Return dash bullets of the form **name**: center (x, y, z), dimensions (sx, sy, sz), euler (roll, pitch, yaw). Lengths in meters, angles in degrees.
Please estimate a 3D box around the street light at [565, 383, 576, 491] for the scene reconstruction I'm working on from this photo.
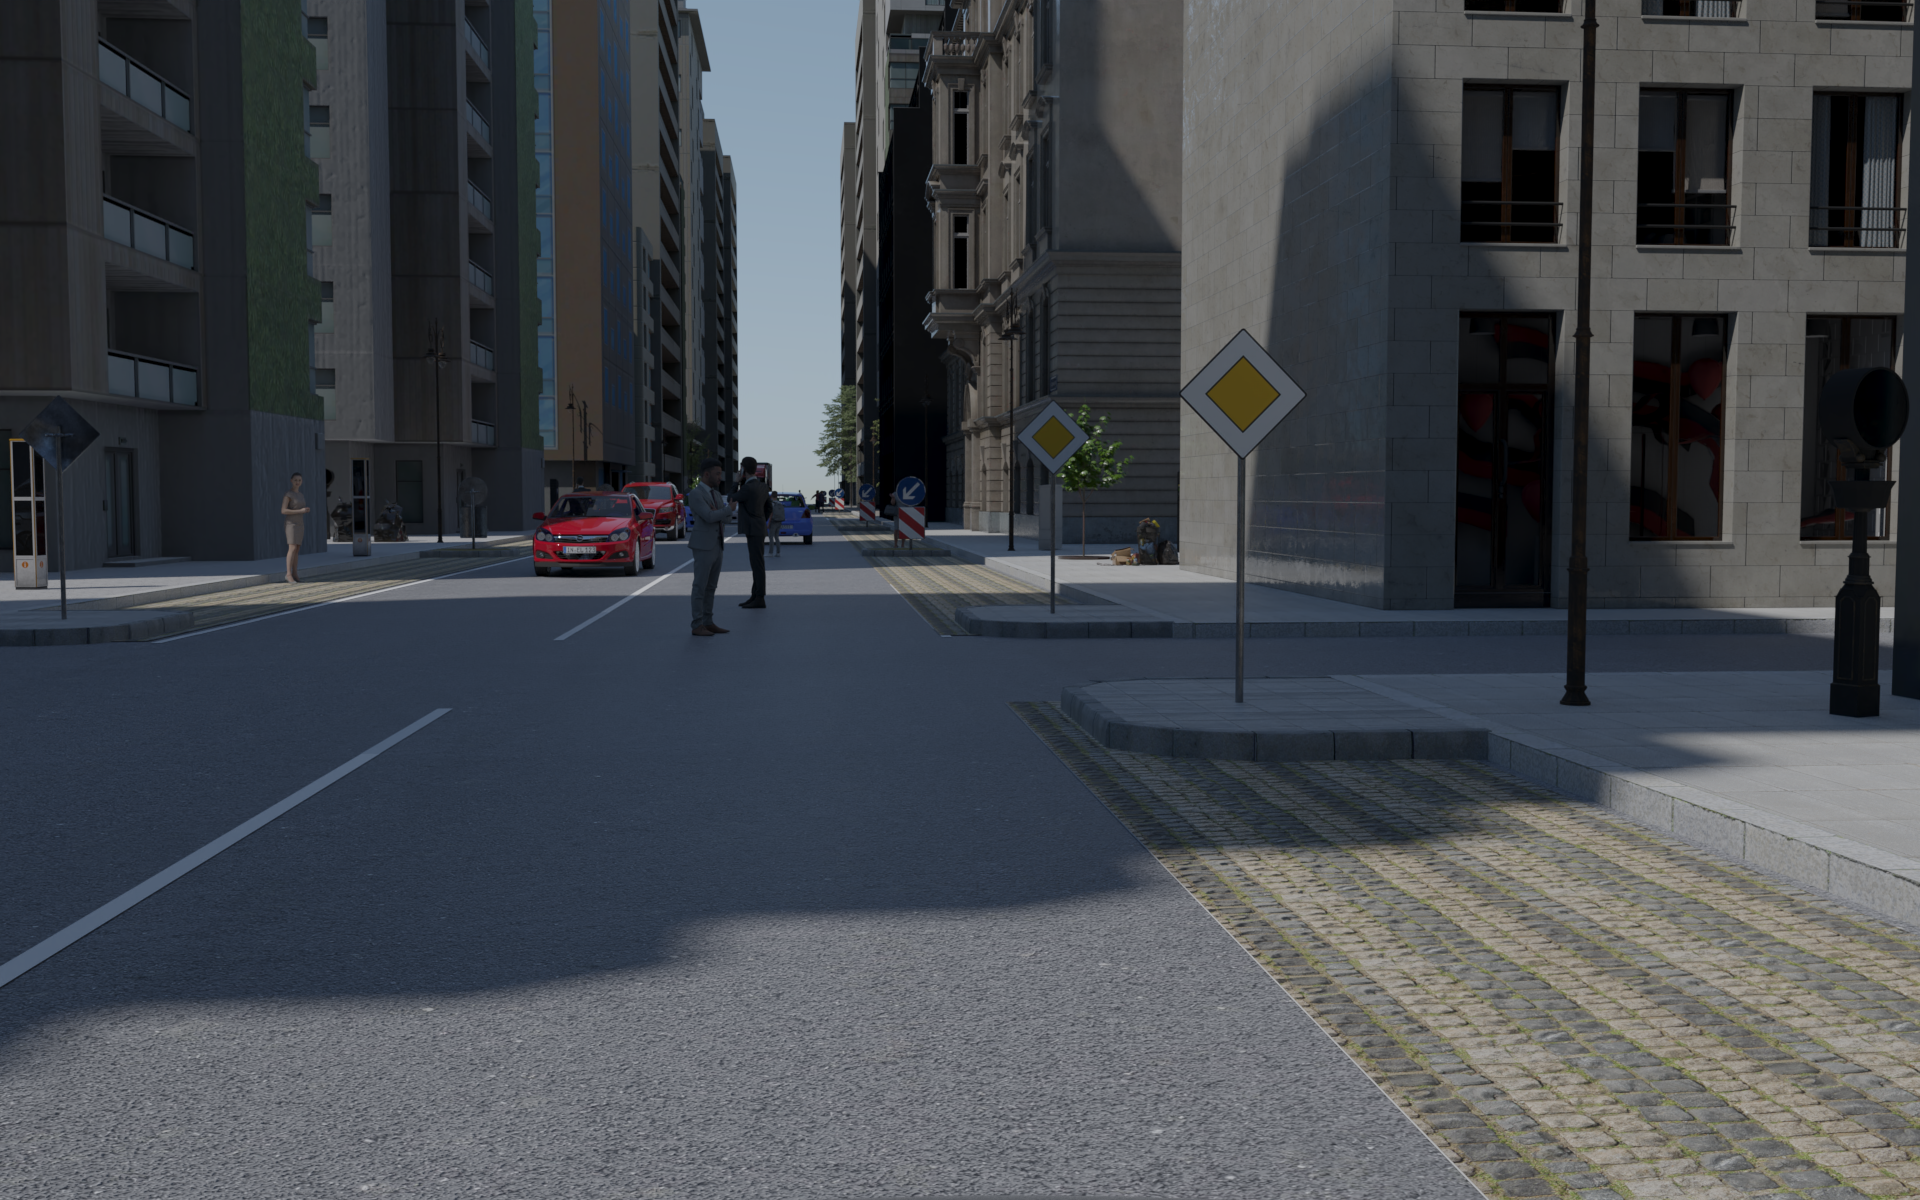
- **street light**: center (-16.202, -6.103, 72.579), dimensions (0.468, 5.910, 1.993), euler (0, 4, -5)

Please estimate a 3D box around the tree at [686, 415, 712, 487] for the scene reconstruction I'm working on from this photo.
- **tree**: center (-25.411, -12.978, 162.548), dimensions (4.737, 8.622, 4.395), euler (0, 3, 0)

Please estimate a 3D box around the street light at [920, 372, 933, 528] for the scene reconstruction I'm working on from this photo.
- **street light**: center (-1.281, -5.698, 65.949), dimensions (0.468, 5.910, 1.993), euler (0, 4, -5)

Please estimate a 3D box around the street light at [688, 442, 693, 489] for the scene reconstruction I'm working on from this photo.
- **street light**: center (-23.095, -10.766, 148.806), dimensions (0.468, 5.910, 1.993), euler (0, 4, -5)

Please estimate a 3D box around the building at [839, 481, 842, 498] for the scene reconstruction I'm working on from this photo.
- **building**: center (-0.657, -33.561, 240.602), dimensions (32.217, 40.220, 23.993), euler (0, 4, -5)

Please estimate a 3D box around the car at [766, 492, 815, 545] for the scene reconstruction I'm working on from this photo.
- **car**: center (-5.156, -2.488, 50.276), dimensions (1.945, 1.707, 3.694), euler (0, 4, -7)

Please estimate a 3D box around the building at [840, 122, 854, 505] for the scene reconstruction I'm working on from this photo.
- **building**: center (-3.999, -36.254, 216.455), dimensions (21.300, 48.544, 21.600), euler (0, 4, -5)

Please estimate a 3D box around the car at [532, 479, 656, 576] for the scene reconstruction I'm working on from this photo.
- **car**: center (-6.633, -1.382, 31.643), dimensions (2.155, 1.783, 4.494), euler (0, 4, -4)

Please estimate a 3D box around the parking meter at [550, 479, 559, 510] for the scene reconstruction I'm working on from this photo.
- **parking meter**: center (-15.623, -3.732, 66.724), dimensions (0.255, 1.863, 0.399), euler (0, 4, 2)

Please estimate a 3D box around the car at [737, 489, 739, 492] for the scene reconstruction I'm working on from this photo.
- **car**: center (-17.513, -8.116, 141.376), dimensions (2.281, 1.827, 5.304), euler (0, 4, -5)

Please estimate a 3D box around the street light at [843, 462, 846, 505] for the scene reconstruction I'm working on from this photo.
- **street light**: center (-13.206, -13.748, 197.569), dimensions (0.468, 5.910, 1.993), euler (0, 4, -5)

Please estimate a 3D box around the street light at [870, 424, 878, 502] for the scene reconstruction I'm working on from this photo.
- **street light**: center (-5.732, -8.694, 114.927), dimensions (0.468, 5.910, 1.993), euler (0, 4, -5)

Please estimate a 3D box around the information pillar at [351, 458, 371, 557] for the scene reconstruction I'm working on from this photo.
- **information pillar**: center (-12.297, -1.900, 35.563), dimensions (0.304, 2.012, 0.304), euler (0, 4, -5)

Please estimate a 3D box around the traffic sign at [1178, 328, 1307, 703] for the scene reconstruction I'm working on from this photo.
- **traffic sign**: center (1.717, -0.426, 10.601), dimensions (0.795, 2.450, 0.064), euler (0, 4, -5)

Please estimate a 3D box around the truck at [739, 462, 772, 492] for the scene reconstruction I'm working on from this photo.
- **truck**: center (-18.258, -10.144, 154.768), dimensions (2.839, 4.237, 11.283), euler (0, 4, -3)

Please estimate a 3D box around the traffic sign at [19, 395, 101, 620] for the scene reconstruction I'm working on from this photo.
- **traffic sign**: center (-9.161, -0.857, 17.654), dimensions (0.795, 2.450, 0.064), euler (0, 4, -5)

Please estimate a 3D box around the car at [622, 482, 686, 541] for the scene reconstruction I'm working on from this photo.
- **car**: center (-9.782, -2.801, 54.477), dimensions (2.281, 1.827, 5.304), euler (0, 4, -5)

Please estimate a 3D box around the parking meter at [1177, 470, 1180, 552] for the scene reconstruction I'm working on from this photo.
- **parking meter**: center (4.950, -1.982, 38.112), dimensions (0.255, 1.863, 0.399), euler (2, 4, 26)

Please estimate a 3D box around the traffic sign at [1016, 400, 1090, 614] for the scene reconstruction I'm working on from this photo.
- **traffic sign**: center (0.993, -0.912, 18.553), dimensions (0.795, 2.450, 0.064), euler (0, 4, -5)

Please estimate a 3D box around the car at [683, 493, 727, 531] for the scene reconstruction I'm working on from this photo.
- **car**: center (-9.949, -3.492, 66.690), dimensions (1.945, 1.707, 3.694), euler (0, 4, -6)

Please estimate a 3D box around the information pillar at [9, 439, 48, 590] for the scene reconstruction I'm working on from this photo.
- **information pillar**: center (-12.496, -1.147, 23.252), dimensions (0.304, 2.012, 0.304), euler (0, 3, 0)

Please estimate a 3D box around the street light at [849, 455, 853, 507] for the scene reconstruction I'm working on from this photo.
- **street light**: center (-10.638, -12.015, 169.238), dimensions (0.468, 5.910, 1.993), euler (0, 4, -5)

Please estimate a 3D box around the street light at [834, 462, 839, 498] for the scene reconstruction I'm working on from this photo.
- **street light**: center (-18.250, -17.092, 252.235), dimensions (0.468, 5.910, 1.993), euler (0, 4, -5)

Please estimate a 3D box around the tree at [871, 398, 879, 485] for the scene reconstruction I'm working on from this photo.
- **tree**: center (-3.504, -9.324, 102.815), dimensions (4.737, 8.622, 4.395), euler (0, 3, 0)

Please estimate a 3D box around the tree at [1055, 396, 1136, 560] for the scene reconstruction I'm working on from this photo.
- **tree**: center (2.355, -2.410, 34.008), dimensions (1.663, 3.219, 1.824), euler (0, 3, 0)

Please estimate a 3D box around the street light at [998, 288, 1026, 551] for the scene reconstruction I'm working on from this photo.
- **street light**: center (1.159, -4.047, 38.951), dimensions (0.468, 5.910, 1.993), euler (0, 4, -5)

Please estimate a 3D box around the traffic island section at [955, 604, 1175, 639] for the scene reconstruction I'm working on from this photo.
- **traffic island section**: center (1.016, 0.223, 18.633), dimensions (2.009, 0.180, 2.903), euler (0, 4, -5)

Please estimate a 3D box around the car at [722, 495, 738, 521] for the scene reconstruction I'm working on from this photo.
- **car**: center (-11.338, -4.418, 84.591), dimensions (2.083, 1.381, 4.827), euler (0, 4, -5)

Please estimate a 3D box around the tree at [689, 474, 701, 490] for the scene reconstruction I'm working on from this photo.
- **tree**: center (-25.498, -10.649, 168.714), dimensions (1.663, 3.219, 1.824), euler (0, 3, 0)

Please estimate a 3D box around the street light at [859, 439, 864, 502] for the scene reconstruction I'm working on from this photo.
- **street light**: center (-8.129, -10.359, 142.151), dimensions (0.468, 5.910, 1.993), euler (0, 4, -5)

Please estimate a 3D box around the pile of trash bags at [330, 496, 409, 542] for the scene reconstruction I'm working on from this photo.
- **pile of trash bags**: center (-16.614, -2.266, 46.801), dimensions (3.447, 1.369, 1.912), euler (0, 4, 1)

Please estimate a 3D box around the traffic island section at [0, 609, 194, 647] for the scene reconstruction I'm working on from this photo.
- **traffic island section**: center (-9.184, 0.279, 17.713), dimensions (2.009, 0.180, 2.903), euler (0, 4, -5)

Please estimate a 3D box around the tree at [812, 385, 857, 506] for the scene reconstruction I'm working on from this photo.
- **tree**: center (-11.555, -16.067, 180.828), dimensions (7.486, 12.596, 7.792), euler (0, 3, 0)

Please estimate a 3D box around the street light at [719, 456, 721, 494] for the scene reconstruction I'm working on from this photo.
- **street light**: center (-28.274, -14.148, 204.105), dimensions (0.468, 5.910, 1.993), euler (0, 4, -5)

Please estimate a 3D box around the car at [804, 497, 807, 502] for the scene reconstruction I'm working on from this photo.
- **car**: center (-18.922, -11.778, 202.360), dimensions (2.009, 1.686, 4.222), euler (0, 4, -4)

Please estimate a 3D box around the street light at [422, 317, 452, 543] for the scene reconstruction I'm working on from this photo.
- **street light**: center (-13.702, -4.446, 45.479), dimensions (0.468, 5.910, 1.993), euler (0, 4, -5)

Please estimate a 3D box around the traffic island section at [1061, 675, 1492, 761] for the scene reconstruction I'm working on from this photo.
- **traffic island section**: center (1.739, 0.710, 10.680), dimensions (2.009, 0.180, 2.903), euler (0, 4, -5)

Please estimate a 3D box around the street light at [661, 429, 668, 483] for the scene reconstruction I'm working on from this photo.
- **street light**: center (-20.627, -9.058, 120.878), dimensions (0.468, 5.910, 1.993), euler (0, 4, -5)

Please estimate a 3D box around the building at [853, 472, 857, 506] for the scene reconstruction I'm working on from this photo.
- **building**: center (-1.819, -46.272, 194.795), dimensions (20.563, 71.187, 20.611), euler (0, 4, -5)

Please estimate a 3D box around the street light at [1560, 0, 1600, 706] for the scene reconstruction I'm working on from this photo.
- **street light**: center (3.752, -2.299, 10.383), dimensions (0.468, 5.910, 1.993), euler (0, 4, -5)
